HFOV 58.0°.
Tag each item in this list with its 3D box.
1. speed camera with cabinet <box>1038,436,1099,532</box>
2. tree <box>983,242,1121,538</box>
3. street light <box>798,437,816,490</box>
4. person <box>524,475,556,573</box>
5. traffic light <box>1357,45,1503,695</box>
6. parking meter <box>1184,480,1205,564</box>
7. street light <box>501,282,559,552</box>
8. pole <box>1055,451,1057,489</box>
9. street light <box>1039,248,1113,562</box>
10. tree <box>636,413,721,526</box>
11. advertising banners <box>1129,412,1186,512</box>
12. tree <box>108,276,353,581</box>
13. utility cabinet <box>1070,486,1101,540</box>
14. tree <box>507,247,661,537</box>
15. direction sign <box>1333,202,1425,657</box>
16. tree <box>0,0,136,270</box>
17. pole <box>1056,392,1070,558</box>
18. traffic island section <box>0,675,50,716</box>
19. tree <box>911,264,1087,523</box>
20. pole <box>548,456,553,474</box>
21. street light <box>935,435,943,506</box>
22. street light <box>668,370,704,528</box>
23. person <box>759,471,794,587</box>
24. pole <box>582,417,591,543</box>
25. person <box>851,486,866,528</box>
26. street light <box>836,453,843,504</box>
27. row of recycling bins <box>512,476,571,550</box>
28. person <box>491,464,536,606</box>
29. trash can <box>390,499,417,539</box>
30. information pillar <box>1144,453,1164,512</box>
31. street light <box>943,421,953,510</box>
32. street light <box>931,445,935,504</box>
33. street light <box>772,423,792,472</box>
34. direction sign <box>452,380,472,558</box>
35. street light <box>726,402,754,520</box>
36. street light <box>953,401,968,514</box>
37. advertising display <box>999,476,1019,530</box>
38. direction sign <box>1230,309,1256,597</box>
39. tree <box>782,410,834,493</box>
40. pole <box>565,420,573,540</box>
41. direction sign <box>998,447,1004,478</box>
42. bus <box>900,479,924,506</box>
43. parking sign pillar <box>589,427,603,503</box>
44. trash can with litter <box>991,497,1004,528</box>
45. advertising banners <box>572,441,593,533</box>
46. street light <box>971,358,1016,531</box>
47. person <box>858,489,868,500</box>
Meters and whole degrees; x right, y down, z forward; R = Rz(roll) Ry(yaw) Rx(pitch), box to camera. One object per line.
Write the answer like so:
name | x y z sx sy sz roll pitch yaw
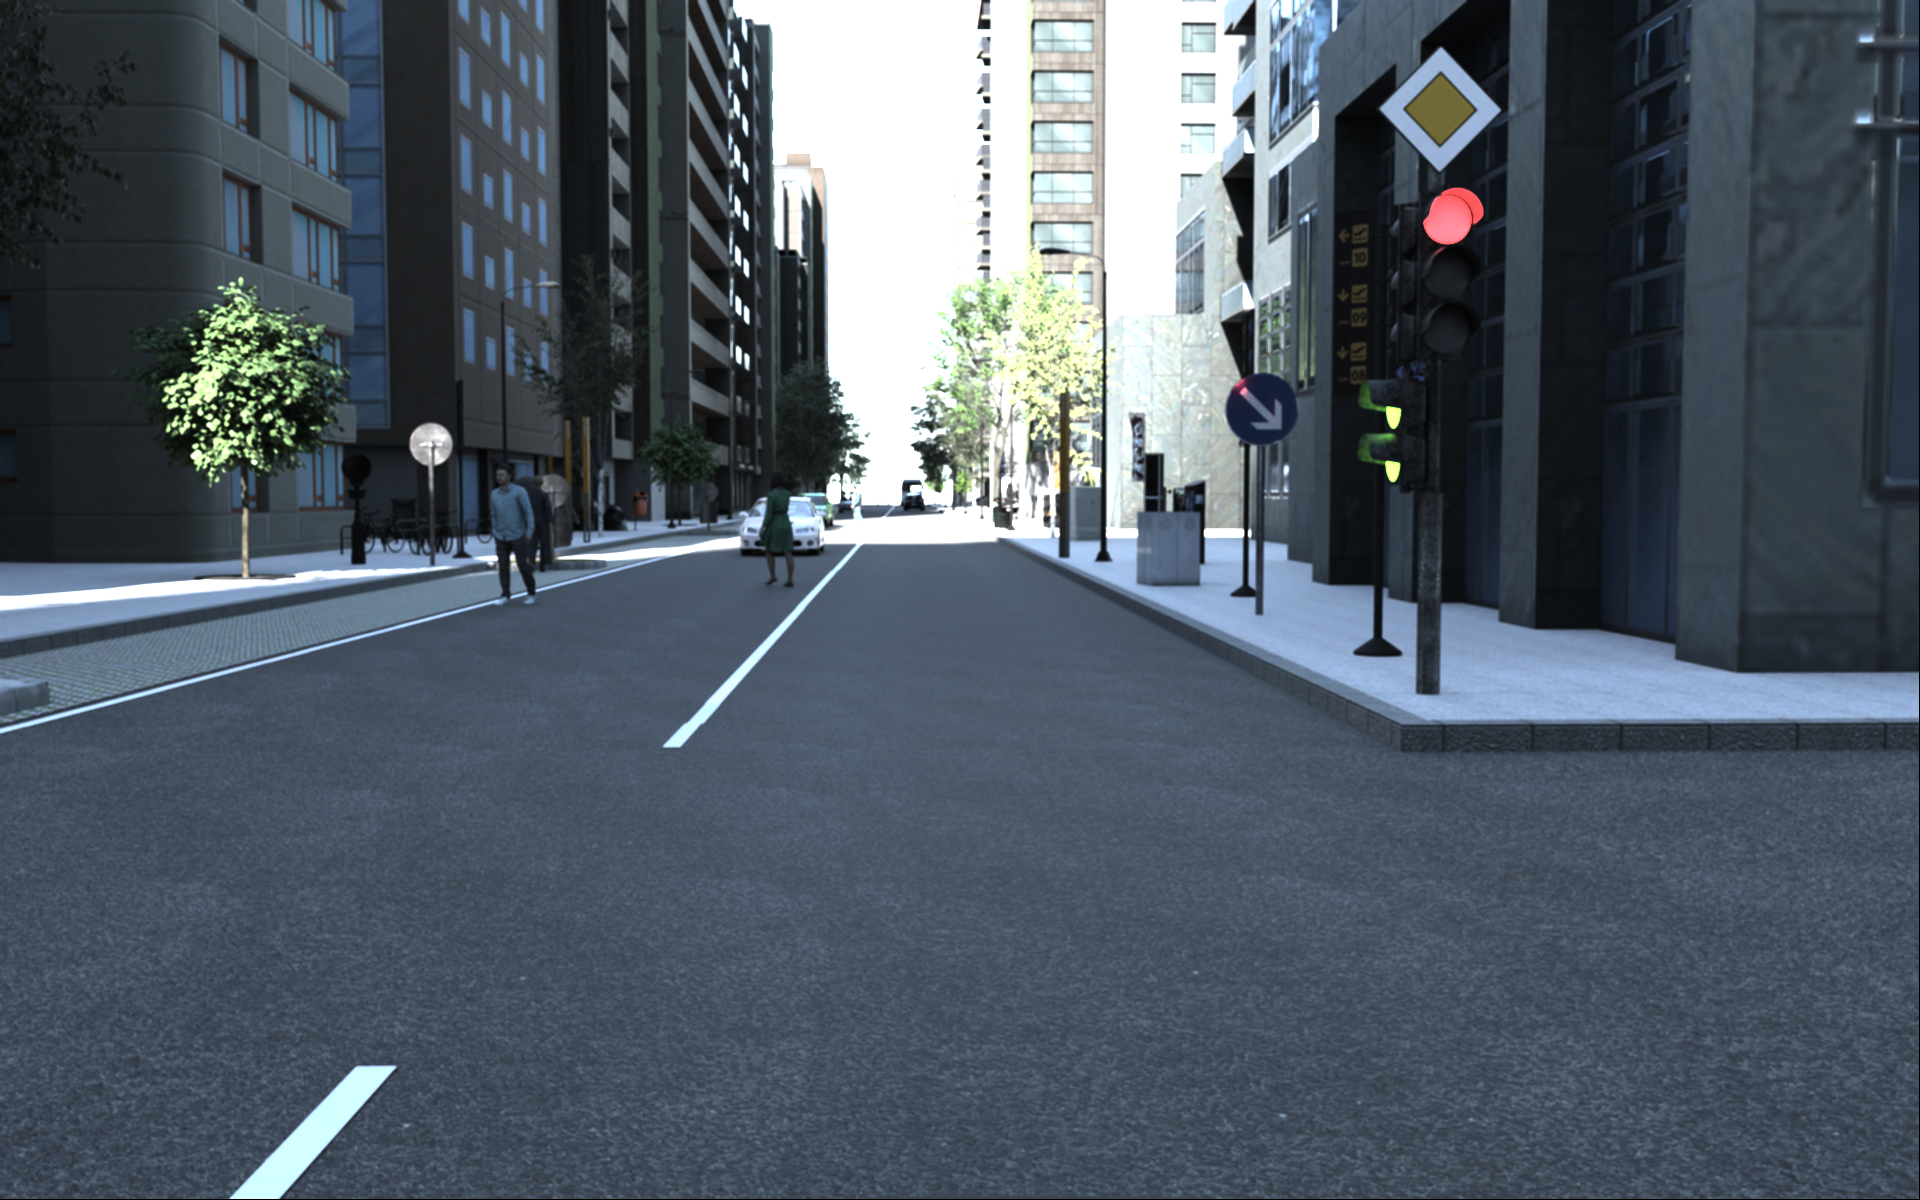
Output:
speed camera with cabinet | 3.705 -3.949 58.906 2.038 3.252 0.660 0 4 6
tree | 2.715 -6.114 50.327 4.737 8.622 4.395 0 3 0
street light | -12.530 -10.234 139.863 1.470 5.913 1.316 0 4 -2
person | -7.647 -1.381 31.496 0.576 1.772 0.534 -1 4 -12
traffic light | 2.991 -1.352 11.028 0.839 4.253 0.868 0 4 -2
parking meter | 4.311 -1.431 31.816 0.372 1.533 0.369 0 3 0
street light | -9.479 -4.010 38.099 1.470 5.913 1.316 0 4 -2
pole | 4.638 -5.446 82.884 0.158 3.312 0.155 0 3 0
street light | 2.196 -3.688 32.841 1.470 5.913 1.316 0 4 -2
tree | -11.493 -5.316 70.624 4.285 4.588 4.351 0 3 0
advertising banners | 4.359 -2.548 37.853 2.074 3.025 0.090 -3 5 -44
tree | -10.934 -2.596 26.165 4.285 4.588 4.351 0 3 0
utility cabinet | 3.499 -2.383 47.637 1.173 1.500 0.318 -3 5 -43
tree | -10.902 -6.180 51.406 4.360 8.622 3.978 0 3 0
direction sign | 3.337 -1.329 13.734 0.379 3.537 0.876 -3 5 -45
tree | -10.161 -4.088 17.199 4.360 8.622 3.978 0 3 0
pole | 2.105 -2.509 34.860 0.158 3.312 0.155 0 3 0
traffic island section | -7.155 0.700 10.829 2.009 0.180 2.903 0 4 -2
tree | 1.760 -9.267 77.266 9.928 11.665 9.643 0 3 0
pole | -15.488 -4.382 65.497 0.158 3.312 0.155 0 3 0
street light | -1.036 -9.974 135.617 1.470 5.913 1.316 0 4 -2
street light | -10.282 -5.646 64.857 1.470 5.913 1.316 0 4 -2
person | -2.812 -1.109 26.880 0.529 1.795 0.600 3 4 38
pole | -9.879 -3.177 45.784 0.158 3.312 0.155 0 3 0
person | -4.307 -3.880 72.284 0.721 1.781 0.623 -2 4 -29
street light | -14.413 -13.733 197.073 1.470 5.913 1.316 0 4 -2
row of recycling bins | -10.021 -2.112 41.637 1.069 1.692 3.534 0 4 -2
person | -5.759 -0.849 22.407 0.660 1.820 0.620 1 4 15
trash can | -15.772 -2.292 49.126 0.748 1.137 0.748 0 3 0
information pillar | 3.494 -1.636 31.248 0.304 2.012 0.304 1 4 19
street light | -0.183 -8.375 109.471 1.470 5.913 1.316 0 4 -2
street light | -1.867 -11.628 162.654 1.470 5.913 1.316 0 4 -2
street light | -11.716 -8.627 113.587 1.470 5.913 1.316 0 4 -2
direction sign | -10.013 -2.614 34.728 0.379 3.537 0.876 -1 4 -23
street light | -11.057 -7.004 87.058 1.470 5.913 1.316 0 4 -2
street light | 0.547 -6.933 85.893 1.470 5.913 1.316 0 4 -2
advertising display | 1.763 -3.507 62.549 0.123 1.923 0.974 3 5 42
direction sign | 3.589 -1.815 21.666 0.379 3.537 0.876 0 4 1
tree | -13.359 -12.333 152.011 4.360 8.622 3.978 0 3 0
pole | -10.806 -3.300 47.800 0.158 3.312 0.155 0 3 0
direction sign | 1.956 -5.617 83.829 0.379 3.537 0.876 -1 4 -21
bus | -5.828 -13.218 210.971 2.948 3.499 13.247 0 4 -1
parking sign pillar | -14.859 -5.007 70.330 1.447 3.967 1.447 -2 4 -24
trash can with litter | 1.413 -3.280 65.018 0.624 1.170 1.055 0 4 -6
advertising banners | -12.875 -3.687 56.462 2.074 3.025 0.090 1 4 15
street light | 1.232 -5.314 59.421 1.470 5.913 1.316 0 4 -2
person | -8.228 -8.160 141.914 1.348 1.824 0.705 -1 4 -14
